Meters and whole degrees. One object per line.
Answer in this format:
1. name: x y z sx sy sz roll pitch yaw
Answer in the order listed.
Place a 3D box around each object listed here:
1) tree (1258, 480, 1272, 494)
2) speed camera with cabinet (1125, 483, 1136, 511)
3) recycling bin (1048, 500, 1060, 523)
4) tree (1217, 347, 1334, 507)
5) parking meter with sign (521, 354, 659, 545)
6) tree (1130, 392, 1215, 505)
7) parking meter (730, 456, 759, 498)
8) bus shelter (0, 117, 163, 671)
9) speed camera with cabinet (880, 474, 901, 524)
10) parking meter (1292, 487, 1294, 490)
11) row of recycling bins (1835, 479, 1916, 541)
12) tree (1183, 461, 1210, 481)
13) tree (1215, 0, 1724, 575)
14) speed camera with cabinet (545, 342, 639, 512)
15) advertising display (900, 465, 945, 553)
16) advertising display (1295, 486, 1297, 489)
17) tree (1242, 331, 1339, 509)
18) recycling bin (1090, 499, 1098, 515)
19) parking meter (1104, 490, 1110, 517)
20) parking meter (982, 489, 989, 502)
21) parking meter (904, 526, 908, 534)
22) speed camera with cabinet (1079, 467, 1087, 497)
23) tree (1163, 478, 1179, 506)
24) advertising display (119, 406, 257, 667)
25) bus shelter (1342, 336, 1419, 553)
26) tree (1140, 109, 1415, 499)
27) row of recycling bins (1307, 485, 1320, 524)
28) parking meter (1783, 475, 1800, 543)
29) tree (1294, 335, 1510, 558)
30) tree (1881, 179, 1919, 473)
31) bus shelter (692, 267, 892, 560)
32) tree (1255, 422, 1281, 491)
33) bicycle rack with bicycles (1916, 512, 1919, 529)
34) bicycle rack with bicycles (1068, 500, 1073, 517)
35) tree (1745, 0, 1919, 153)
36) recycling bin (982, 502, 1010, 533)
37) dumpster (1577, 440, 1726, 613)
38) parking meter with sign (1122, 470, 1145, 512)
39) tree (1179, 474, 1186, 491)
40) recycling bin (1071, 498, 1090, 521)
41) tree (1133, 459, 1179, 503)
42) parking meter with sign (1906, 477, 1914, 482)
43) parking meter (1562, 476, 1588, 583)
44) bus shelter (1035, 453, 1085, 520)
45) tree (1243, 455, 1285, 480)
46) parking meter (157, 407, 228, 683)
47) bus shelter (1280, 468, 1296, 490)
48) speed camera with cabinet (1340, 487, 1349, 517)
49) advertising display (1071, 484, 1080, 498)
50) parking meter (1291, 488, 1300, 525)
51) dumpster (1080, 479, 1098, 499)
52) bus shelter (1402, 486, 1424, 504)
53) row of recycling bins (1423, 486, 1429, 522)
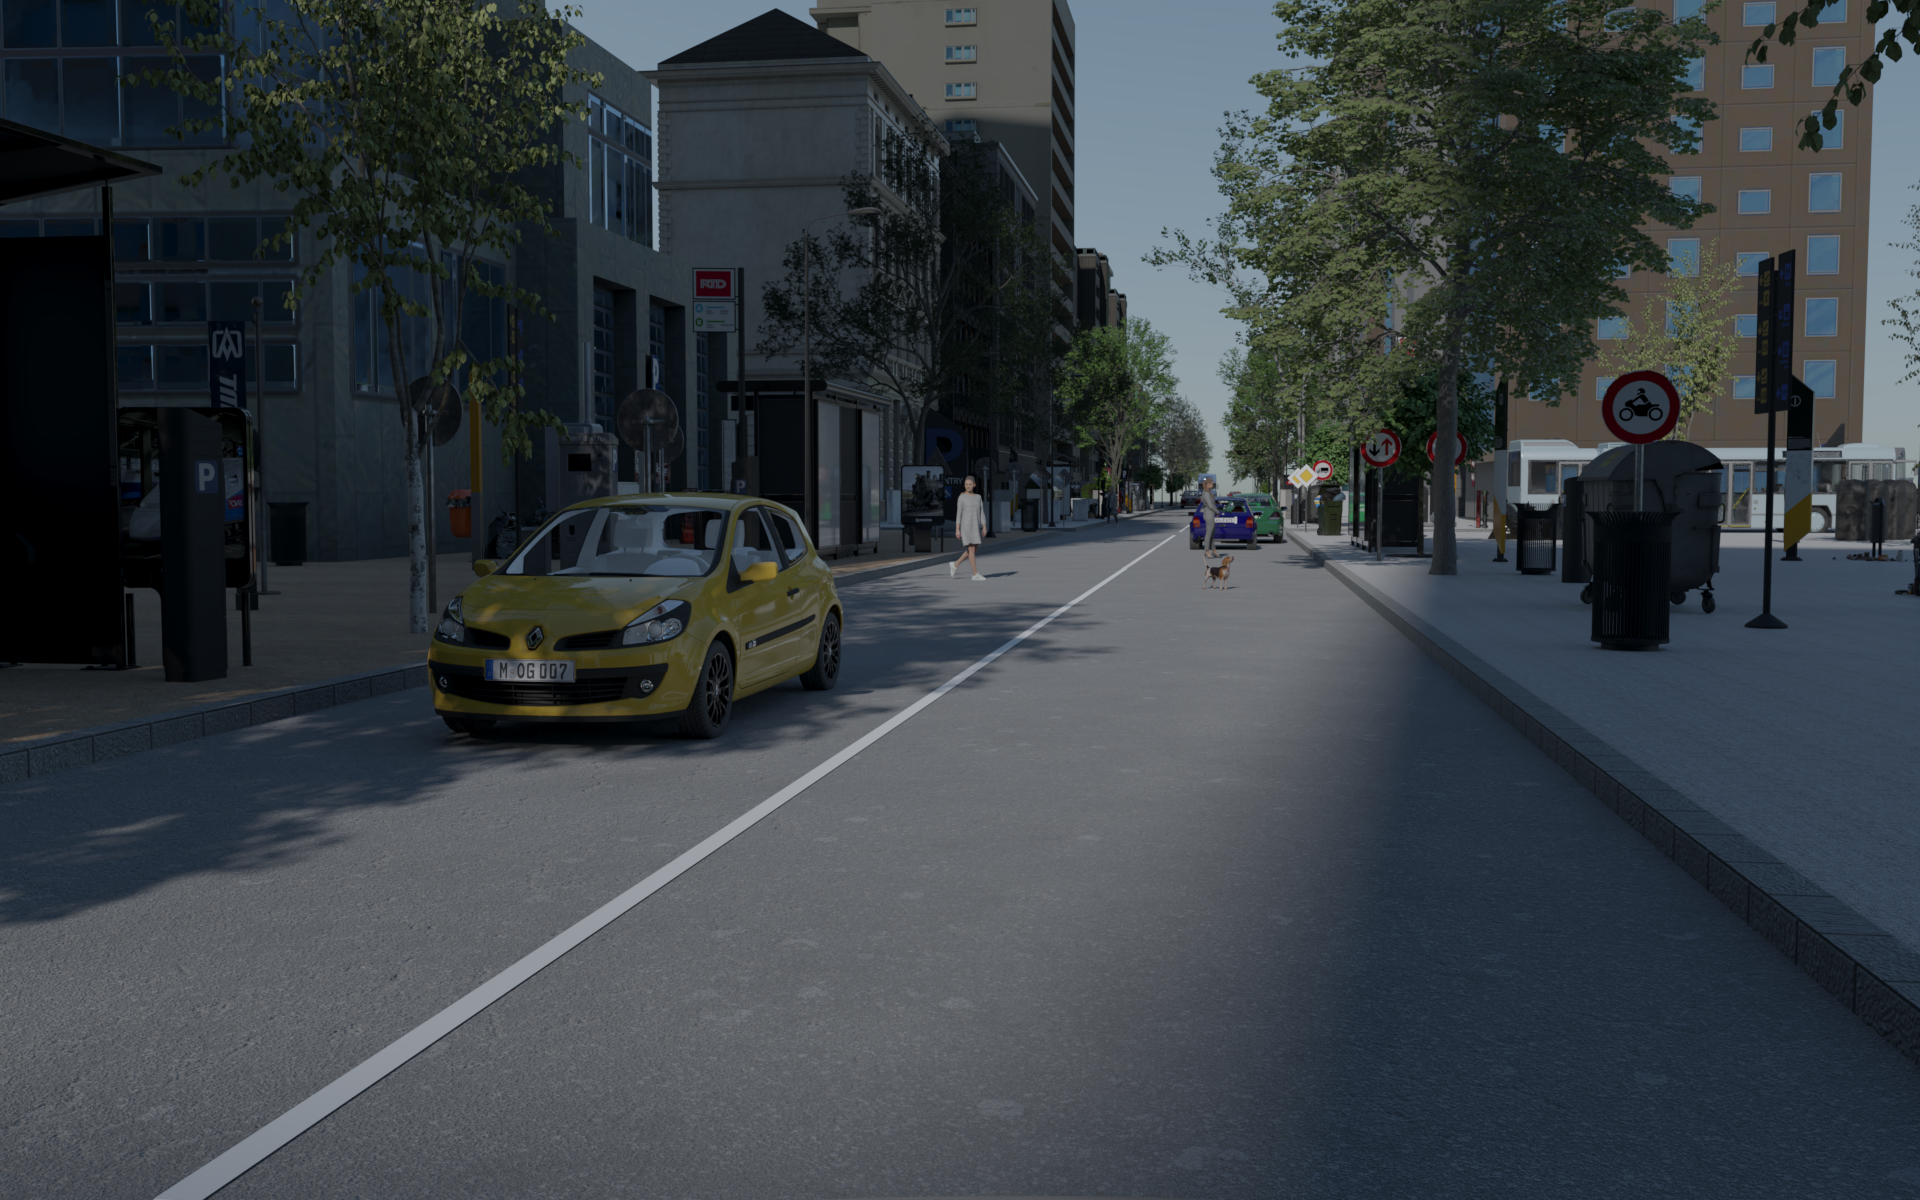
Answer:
1. tree: 40.193 -14.154 226.014 1.663 3.219 1.824 0 3 0
2. speed camera with cabinet: 13.349 -8.636 135.535 0.660 3.252 2.038 1 4 13
3. recycling bin: 4.016 -3.893 76.197 0.722 1.027 0.722 0 4 0
4. tree: 22.948 -12.757 125.584 9.611 12.733 9.660 0 3 0
5. parking meter with sign: -4.700 -1.567 21.884 1.738 3.016 0.543 0 4 -1
6. tree: 26.205 -18.527 213.287 12.009 13.543 11.850 0 3 0
7. parking meter: -3.351 -1.300 26.971 0.399 1.863 0.255 2 4 28
8. bus shelter: -7.051 -1.123 9.640 1.731 3.624 6.357 1 4 9
9. speed camera with cabinet: -3.101 -4.923 74.825 2.038 3.252 0.660 -2 4 -26
10. parking meter: 22.822 -6.860 117.876 0.399 1.863 0.255 -1 4 -15
11. row of recycling bins: 25.683 -2.527 48.428 3.534 1.692 1.069 -3 4 -36
12. tree: 39.901 -22.322 299.375 7.601 10.594 8.767 -2 4 -25
13. tree: 8.064 -6.657 26.974 7.486 12.596 7.792 0 3 0
14. speed camera with cabinet: -4.949 -1.777 23.396 0.660 3.252 2.038 1 4 9
15. advertising display: -0.816 -2.004 37.973 0.974 1.923 0.123 0 4 -6
16. advertising display: 22.420 -6.760 115.733 0.123 1.923 0.974 0 4 1
17. tree: 20.179 -11.211 109.049 9.928 11.665 9.643 0 3 0
18. recycling bin: 7.110 -5.017 94.586 0.722 1.027 0.722 -2 4 -30
19. parking meter: 8.075 -5.334 95.621 0.372 1.533 0.369 0 3 0
20. parking meter: 1.341 -5.070 91.301 0.372 1.533 0.369 0 3 0
21. parking meter: -1.624 -3.087 56.183 0.399 1.863 0.255 1 4 18
22. speed camera with cabinet: 9.631 -7.991 124.993 2.038 3.252 0.660 1 4 21
23. tree: 22.686 -11.819 187.842 1.663 3.219 1.824 0 3 0
24. advertising display: -5.741 -0.467 12.854 0.974 1.923 0.123 0 4 -2
25. bus shelter: 10.371 -3.923 41.778 2.179 5.291 8.768 1 4 9
26. tree: 15.795 -14.097 86.383 12.611 20.169 13.585 0 3 0
27. row of recycling bins: 15.988 -4.267 76.884 1.069 1.692 3.534 1 4 16
28. parking meter: 21.847 -2.431 45.458 0.255 1.863 0.399 -1 4 -14
29. tree: 9.456 -3.170 35.548 4.285 4.588 4.351 0 3 0
30. tree: 22.390 -5.375 38.252 4.360 8.622 3.978 0 3 0
31. bus shelter: -3.246 -3.404 33.293 2.179 5.291 8.768 1 4 9
32. tree: 27.969 -12.551 155.573 4.360 8.622 3.978 0 3 0
33. bicycle rack with bicycles: 35.968 -3.030 62.925 2.925 0.926 2.852 0 4 -7
34. bicycle rack with bicycles: 5.709 -5.156 97.680 2.852 0.926 2.925 1 4 22
35. tree: 4.999 -3.524 7.978 4.737 8.622 4.395 0 3 0
36. recycling bin: 1.195 -2.720 57.019 0.722 1.027 0.722 2 4 27
37. dumpster: 7.714 -0.833 19.371 1.264 1.857 1.865 1 4 9
38. parking meter with sign: 12.795 -8.029 127.540 1.738 3.016 0.543 3 4 36
39. tree: 29.420 -15.485 236.896 4.285 4.588 4.351 0 3 0
40. recycling bin: 5.682 -4.241 81.889 0.722 1.027 0.722 0 4 4
41. tree: 17.370 -10.596 156.957 4.285 4.588 4.351 0 3 0
42. parking meter with sign: 43.075 -5.065 79.069 0.543 3.016 1.738 -1 4 -21
43. parking meter: 8.914 -1.018 25.049 0.372 1.533 0.369 0 3 0
44. bus shelter: 5.101 -5.757 88.049 2.014 3.302 5.546 1 4 9
45. tree: 41.600 -18.612 238.723 8.767 10.594 7.601 -3 5 -42
46. parking meter: -5.278 -0.381 11.934 0.255 1.863 0.399 1 4 16
47. bus shelter: 25.788 -8.631 135.041 2.014 3.302 5.546 1 4 9
48. speed camera with cabinet: 21.514 -6.288 97.149 2.038 3.252 0.660 -2 4 -27
49. advertising display: 7.511 -6.735 115.329 0.974 1.923 0.123 0 4 -5
50. parking meter: 14.085 -3.935 72.748 0.372 1.533 0.369 0 3 0
51. dumpster: 8.427 -6.611 110.575 1.502 2.255 1.985 1 4 9
52. bus shelter: 12.621 -3.668 51.258 1.731 3.624 6.357 1 4 9
53. row of recycling bins: 19.057 -4.011 72.689 1.069 1.692 3.534 1 4 11
